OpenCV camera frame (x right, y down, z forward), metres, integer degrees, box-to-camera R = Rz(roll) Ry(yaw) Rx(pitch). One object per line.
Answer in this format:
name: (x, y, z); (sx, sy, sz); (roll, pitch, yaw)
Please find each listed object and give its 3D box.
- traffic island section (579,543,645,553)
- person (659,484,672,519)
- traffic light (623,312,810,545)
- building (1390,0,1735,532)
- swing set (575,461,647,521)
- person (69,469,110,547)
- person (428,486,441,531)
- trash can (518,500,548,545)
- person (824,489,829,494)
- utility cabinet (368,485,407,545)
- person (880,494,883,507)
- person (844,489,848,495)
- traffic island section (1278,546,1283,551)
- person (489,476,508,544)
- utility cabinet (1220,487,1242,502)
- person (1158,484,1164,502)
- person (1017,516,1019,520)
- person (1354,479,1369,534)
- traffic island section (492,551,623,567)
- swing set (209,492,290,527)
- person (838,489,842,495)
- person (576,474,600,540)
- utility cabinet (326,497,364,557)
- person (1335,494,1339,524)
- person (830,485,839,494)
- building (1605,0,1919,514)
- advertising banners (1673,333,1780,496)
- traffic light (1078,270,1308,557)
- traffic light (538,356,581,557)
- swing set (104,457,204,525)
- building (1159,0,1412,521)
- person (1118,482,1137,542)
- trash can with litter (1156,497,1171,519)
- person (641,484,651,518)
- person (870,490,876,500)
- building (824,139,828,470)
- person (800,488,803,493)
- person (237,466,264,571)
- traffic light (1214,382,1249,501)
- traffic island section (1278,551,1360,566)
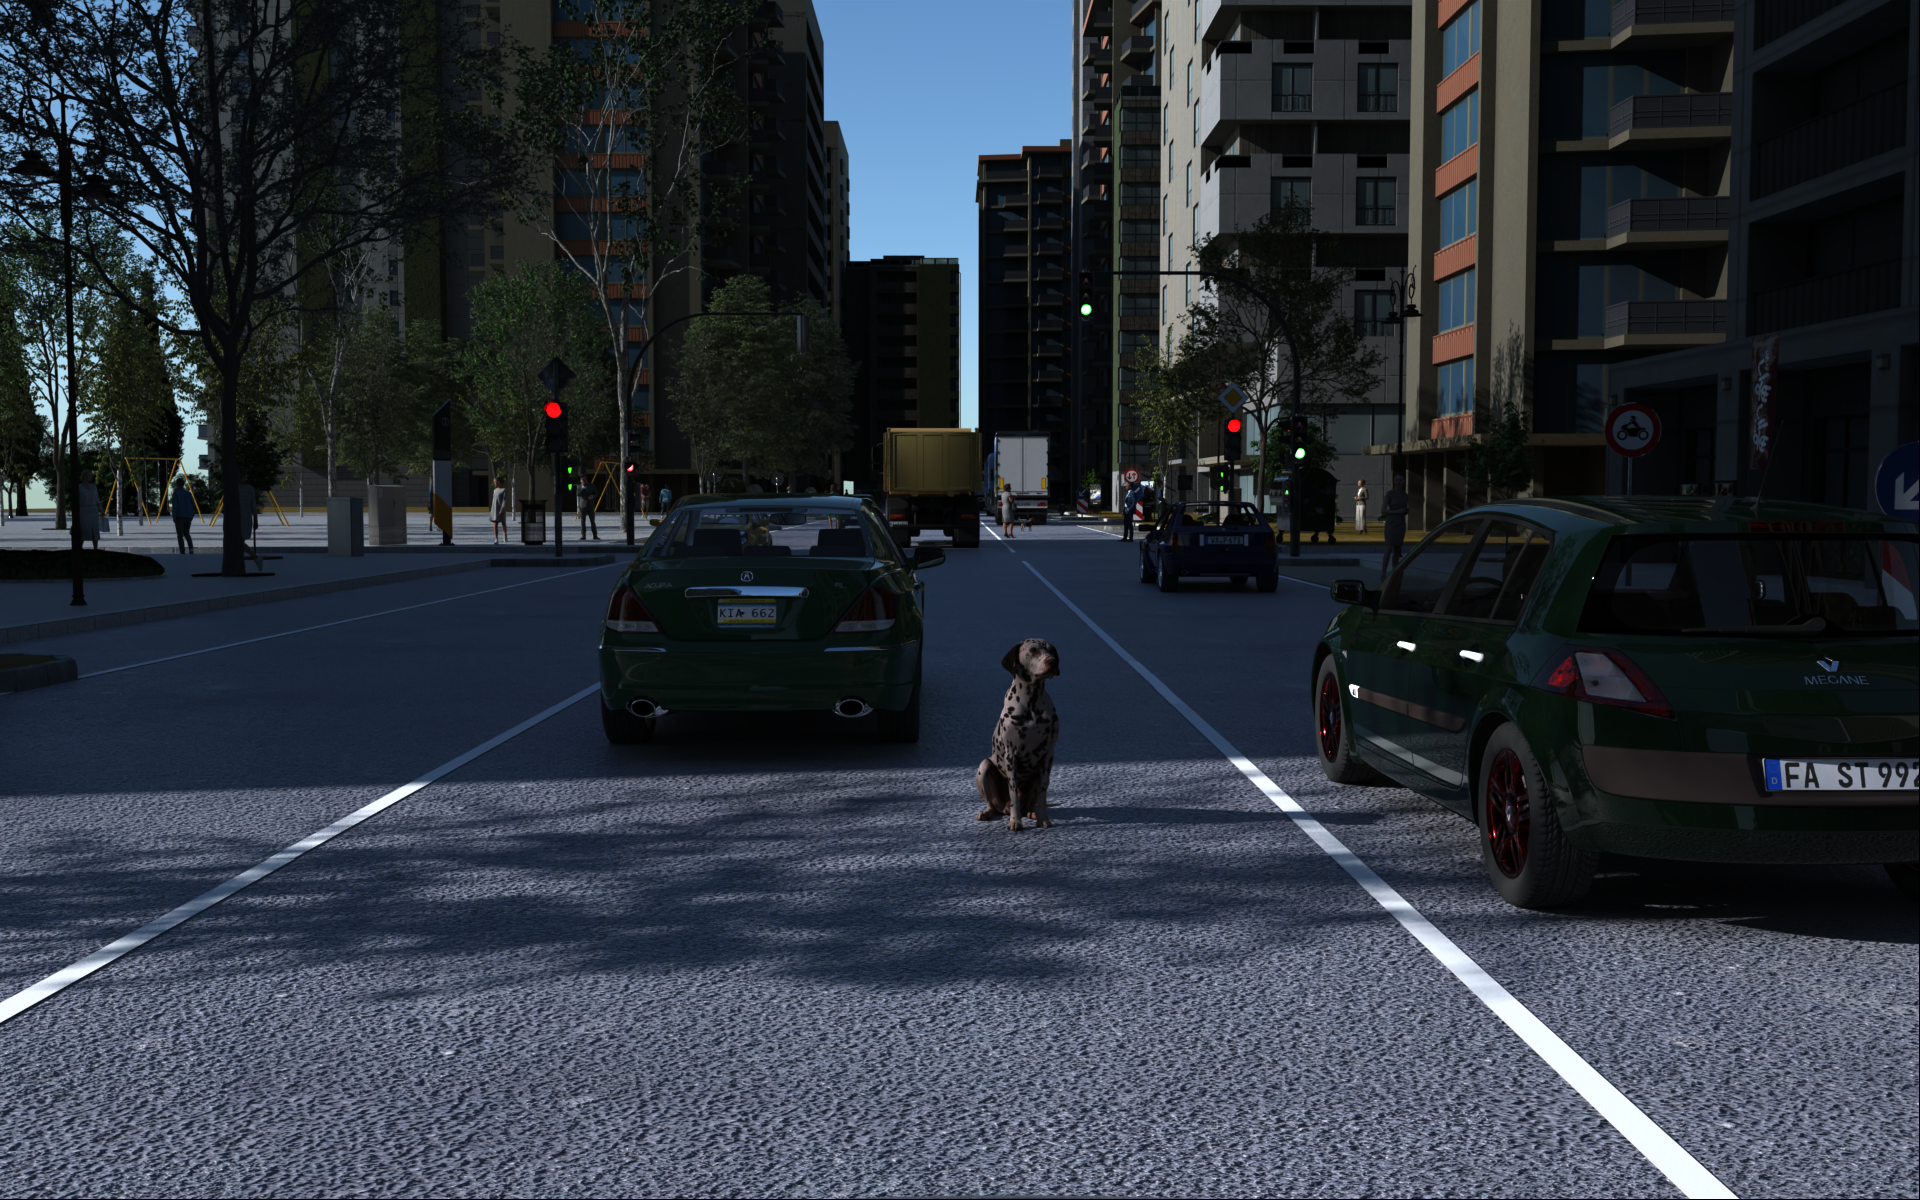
traffic island section: (-8.290, -1.298, 43.510); (2.009, 0.180, 2.903); (0, 4, 0)
person: (-15.383, -5.158, 90.402); (0.660, 1.820, 0.620); (0, 4, 3)
traffic light: (-6.159, -4.205, 43.421); (4.771, 5.953, 1.251); (0, 4, 0)
building: (29.214, -24.727, 58.908); (28.867, 44.769, 22.147); (0, 4, 0)
swing set: (-16.952, -5.284, 84.005); (2.862, 2.851, 3.119); (0, 4, 3)
person: (-17.513, -1.739, 34.820); (0.694, 1.780, 0.624); (-3, 4, -36)
person: (-18.129, -3.291, 59.867); (0.581, 1.822, 0.654); (-2, 4, -33)
trash can: (-10.763, -1.959, 43.683); (0.748, 1.137, 0.748); (0, 3, 0)
person: (-8.406, -6.203, 110.514); (0.593, 1.750, 0.643); (-3, 5, -41)
utility cabinet: (-14.255, -2.109, 43.169); (0.318, 1.500, 1.173); (1, 4, 16)
person: (-8.586, -10.677, 186.295); (0.991, 1.433, 0.599); (-3, 5, -44)
person: (-10.912, -9.695, 165.275); (0.721, 1.735, 1.217); (-2, 4, -33)
traffic island section: (6.851, -1.303, 43.584); (2.009, 0.180, 2.903); (0, 4, 0)
person: (-11.847, -2.308, 44.535); (0.466, 1.731, 0.760); (0, 4, -3)
utility cabinet: (8.846, -2.925, 56.506); (0.318, 1.500, 1.173); (2, 4, 30)
person: (10.464, -5.114, 89.838); (0.419, 1.800, 0.721); (0, 4, 7)
person: (3.077, -5.225, 94.348); (0.534, 1.772, 0.576); (3, 5, 44)
person: (12.754, -2.970, 55.156); (0.362, 1.759, 0.519); (-1, 4, -22)
traffic island section: (-8.248, -0.810, 35.525); (2.009, 0.180, 2.903); (0, 4, 0)
swing set: (-28.404, -4.370, 69.063); (2.862, 2.851, 3.119); (-2, 4, -25)
person: (-13.339, -11.304, 190.958); (1.348, 1.812, 0.705); (3, 4, 37)
person: (-10.459, -2.623, 48.731); (0.655, 1.846, 0.447); (-1, 4, -17)
utility cabinet: (-12.750, -1.516, 35.944); (1.020, 1.237, 0.306); (3, 5, 43)
person: (15.758, -3.831, 72.925); (0.590, 1.304, 0.306); (-2, 4, -25)
person: (-4.805, -3.496, 65.912); (0.529, 1.795, 0.600); (3, 5, 42)
building: (22.494, -35.613, 20.526); (20.563, 71.187, 20.611); (0, 4, 0)
advertising banners: (8.779, -1.451, 19.908); (0.090, 3.025, 2.074); (0, 4, -6)
traffic light: (4.762, -3.710, 35.333); (4.771, 5.953, 1.251); (0, 4, 0)
traffic light: (-8.208, -2.842, 35.390); (0.839, 4.253, 0.868); (0, 4, 0)
swing set: (-34.774, -4.722, 74.816); (2.862, 2.851, 3.119); (1, 4, 23)
building: (25.834, -30.848, 93.607); (28.713, 52.752, 27.495); (0, 4, 0)
person: (5.071, -2.647, 51.958); (0.419, 1.800, 0.721); (-1, 4, -22)
trash can with litter: (8.848, -3.793, 73.409); (1.055, 1.170, 0.624); (3, 4, 37)
person: (-17.231, -5.421, 94.645); (0.573, 1.828, 0.580); (2, 4, 32)
person: (-8.029, -9.120, 157.629); (0.705, 1.821, 1.348); (2, 4, 35)
building: (-21.258, -30.597, 183.856); (14.086, 41.232, 14.154); (0, 4, 0)
person: (-12.620, -7.959, 136.895); (0.721, 1.735, 1.217); (2, 4, 26)
person: (-11.703, -1.317, 28.333); (0.760, 1.731, 0.466); (1, 4, 15)
traffic light: (6.811, -3.336, 43.470); (0.839, 4.253, 0.868); (0, 4, 0)
traffic island section: (6.893, -0.815, 35.599); (2.009, 0.180, 2.903); (0, 4, 0)
